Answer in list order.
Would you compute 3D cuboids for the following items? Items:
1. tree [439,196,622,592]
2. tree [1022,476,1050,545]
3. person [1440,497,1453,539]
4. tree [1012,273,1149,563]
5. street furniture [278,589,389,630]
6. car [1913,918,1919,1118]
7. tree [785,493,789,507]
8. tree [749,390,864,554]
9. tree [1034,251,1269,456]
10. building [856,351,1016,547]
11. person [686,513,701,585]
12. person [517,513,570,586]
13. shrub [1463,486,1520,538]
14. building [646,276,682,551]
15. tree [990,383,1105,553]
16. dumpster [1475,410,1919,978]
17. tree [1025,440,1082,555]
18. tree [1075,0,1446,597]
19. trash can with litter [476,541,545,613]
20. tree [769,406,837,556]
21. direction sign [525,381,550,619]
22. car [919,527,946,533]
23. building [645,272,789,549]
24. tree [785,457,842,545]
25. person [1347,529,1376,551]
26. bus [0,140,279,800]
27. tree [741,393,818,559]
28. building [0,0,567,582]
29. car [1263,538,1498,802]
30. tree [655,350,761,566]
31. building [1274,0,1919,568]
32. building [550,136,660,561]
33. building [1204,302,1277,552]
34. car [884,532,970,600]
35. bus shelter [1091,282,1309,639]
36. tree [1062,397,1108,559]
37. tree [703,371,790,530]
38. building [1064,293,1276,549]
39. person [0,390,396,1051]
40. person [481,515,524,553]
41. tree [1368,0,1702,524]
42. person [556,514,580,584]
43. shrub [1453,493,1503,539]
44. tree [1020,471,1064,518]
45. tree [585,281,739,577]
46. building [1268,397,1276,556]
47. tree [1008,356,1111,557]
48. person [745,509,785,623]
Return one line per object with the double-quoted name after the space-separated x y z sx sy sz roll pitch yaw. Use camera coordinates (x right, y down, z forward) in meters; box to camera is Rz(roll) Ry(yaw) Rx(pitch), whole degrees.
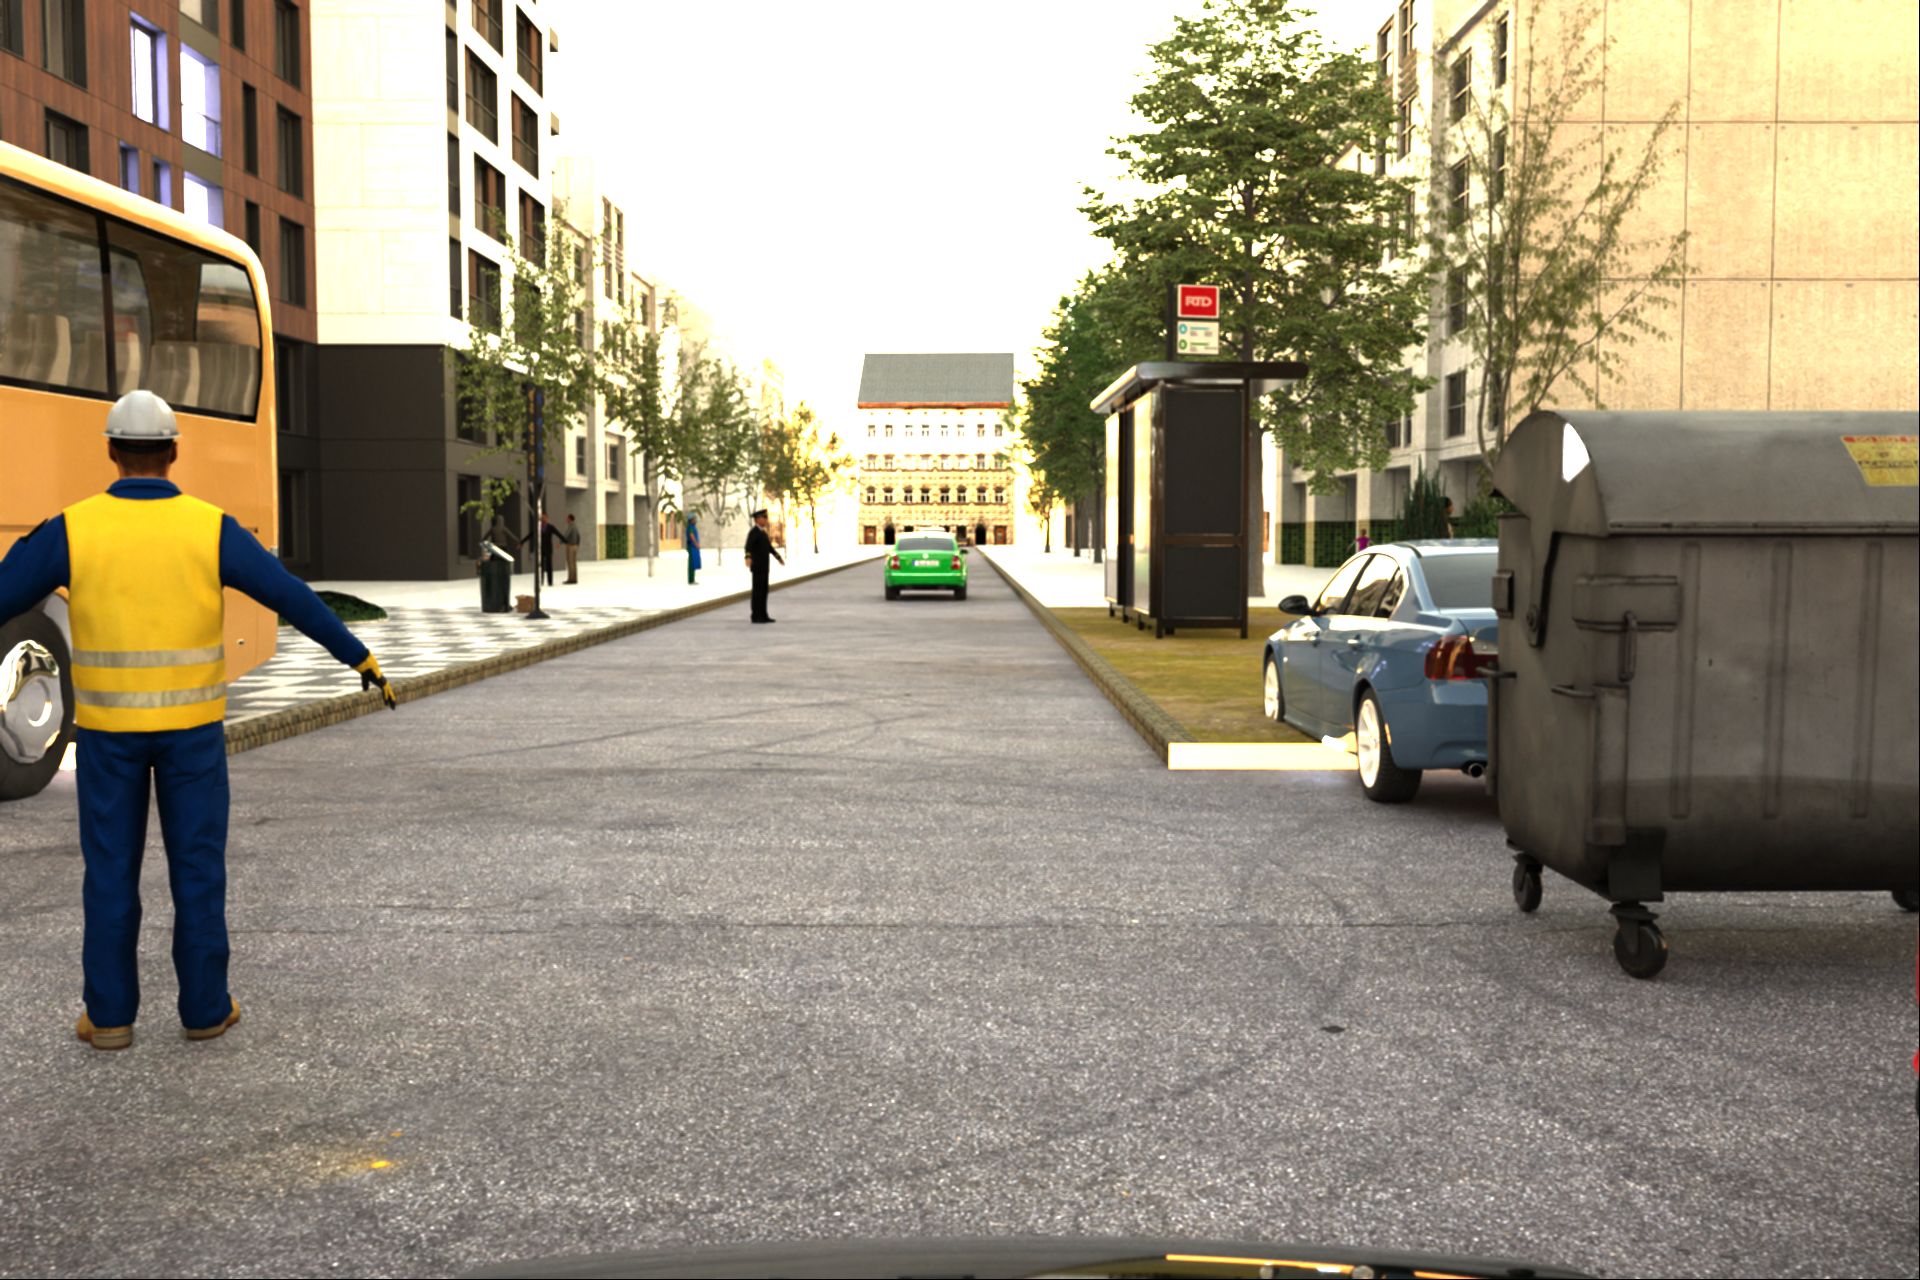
-9.406 -5.373 38.212 4.737 8.622 4.395 0 3 0 "tree"
9.650 -15.805 208.770 4.737 8.622 4.395 0 3 0 "tree"
7.072 -1.168 25.248 0.704 1.843 1.345 1 4 15 "person"
5.708 -9.660 76.076 7.486 12.596 7.792 0 3 0 "tree"
-11.307 -0.383 21.888 5.734 0.657 10.072 1 4 9 "street furniture"
2.850 0.443 1.805 2.155 1.783 4.494 0 3 0 "car"
-21.407 -15.409 202.295 4.360 8.622 3.978 0 3 0 "tree"
-9.535 -10.860 111.974 7.601 10.594 8.767 3 4 39 "tree"
6.617 -8.242 60.510 9.928 11.665 9.643 0 3 0 "tree"
-2.457 -22.890 207.631 18.063 23.208 19.493 0 4 2 "building"
-6.747 -2.308 43.860 0.704 1.817 1.347 -1 4 -12 "person"
-10.305 -2.246 42.945 1.346 1.802 0.704 0 4 2 "person"
5.752 -0.805 17.575 1.690 2.028 1.600 0 3 0 "shrub"
-27.627 -16.636 128.417 16.016 20.090 11.380 0 4 -1 "building"
5.879 -11.666 116.487 9.928 11.665 9.643 0 3 0 "tree"
2.879 0.132 6.064 1.865 1.857 1.264 0 4 -1 "dumpster"
5.949 -9.679 108.615 4.737 8.622 4.395 0 3 0 "tree"
5.670 -7.163 35.250 7.486 12.596 7.792 0 3 0 "tree"
-7.315 -1.028 28.197 1.055 1.170 0.624 0 4 2 "trash can with litter"
-9.269 -9.088 98.951 4.737 8.622 4.395 0 3 0 "tree"
-6.415 -2.091 26.191 0.379 3.537 0.876 0 4 0 "direction sign"
-1.577 -5.472 98.132 2.281 1.827 5.304 0 3 0 "car"
-25.850 -19.793 154.536 19.493 23.208 18.063 0 3 0 "building"
-17.680 -16.776 208.691 7.601 10.594 8.767 0 4 8 "tree"
11.576 -2.470 49.656 0.991 1.433 0.599 2 4 26 "person"
-6.246 -0.915 6.510 2.896 3.916 12.252 0 4 0 "bus"
-8.889 -8.526 89.770 4.360 8.622 3.978 0 3 0 "tree"
-27.854 -12.254 44.327 27.936 21.610 32.646 0 4 0 "building"
3.040 0.088 10.563 2.014 1.417 4.499 0 4 -1 "car"
-9.781 -7.280 69.391 4.737 8.622 4.395 0 3 0 "tree"
21.830 -11.718 58.050 16.747 18.905 31.486 0 3 0 "building"
-25.427 -13.138 81.260 16.747 18.905 31.486 0 4 1 "building"
24.744 -17.259 138.596 16.016 20.090 11.380 0 4 1 "building"
-0.754 -1.847 38.993 1.959 1.807 4.718 0 4 -1 "car"
3.138 -2.917 25.328 2.179 5.291 8.768 0 4 -1 "bus shelter"
6.338 -8.380 87.373 4.360 8.622 3.978 0 3 0 "tree"
-9.385 -7.804 77.965 4.360 8.622 3.978 0 3 0 "tree"
23.657 -19.533 163.338 27.936 21.610 32.646 0 3 0 "building"
-2.299 0.214 4.920 1.349 1.833 0.705 -2 4 -24 "person"
-12.992 -2.621 48.982 1.348 1.813 0.705 1 4 16 "person"
7.065 -4.467 23.398 4.360 8.622 3.978 0 3 0 "tree"
-10.054 -2.349 44.681 0.705 1.796 1.348 1 4 9 "person"
8.914 -1.520 28.902 1.661 2.075 1.752 0 3 0 "shrub"
10.522 -16.331 201.426 7.601 10.594 8.767 0 4 5 "tree"
-8.969 -6.176 51.342 4.737 8.622 4.395 0 3 0 "tree"
23.015 -9.061 90.293 9.099 9.664 28.070 0 4 0 "building"
6.686 -10.428 96.248 9.928 11.665 9.643 0 3 0 "tree"
-3.203 -1.199 27.995 0.705 1.837 1.347 1 4 19 "person"
